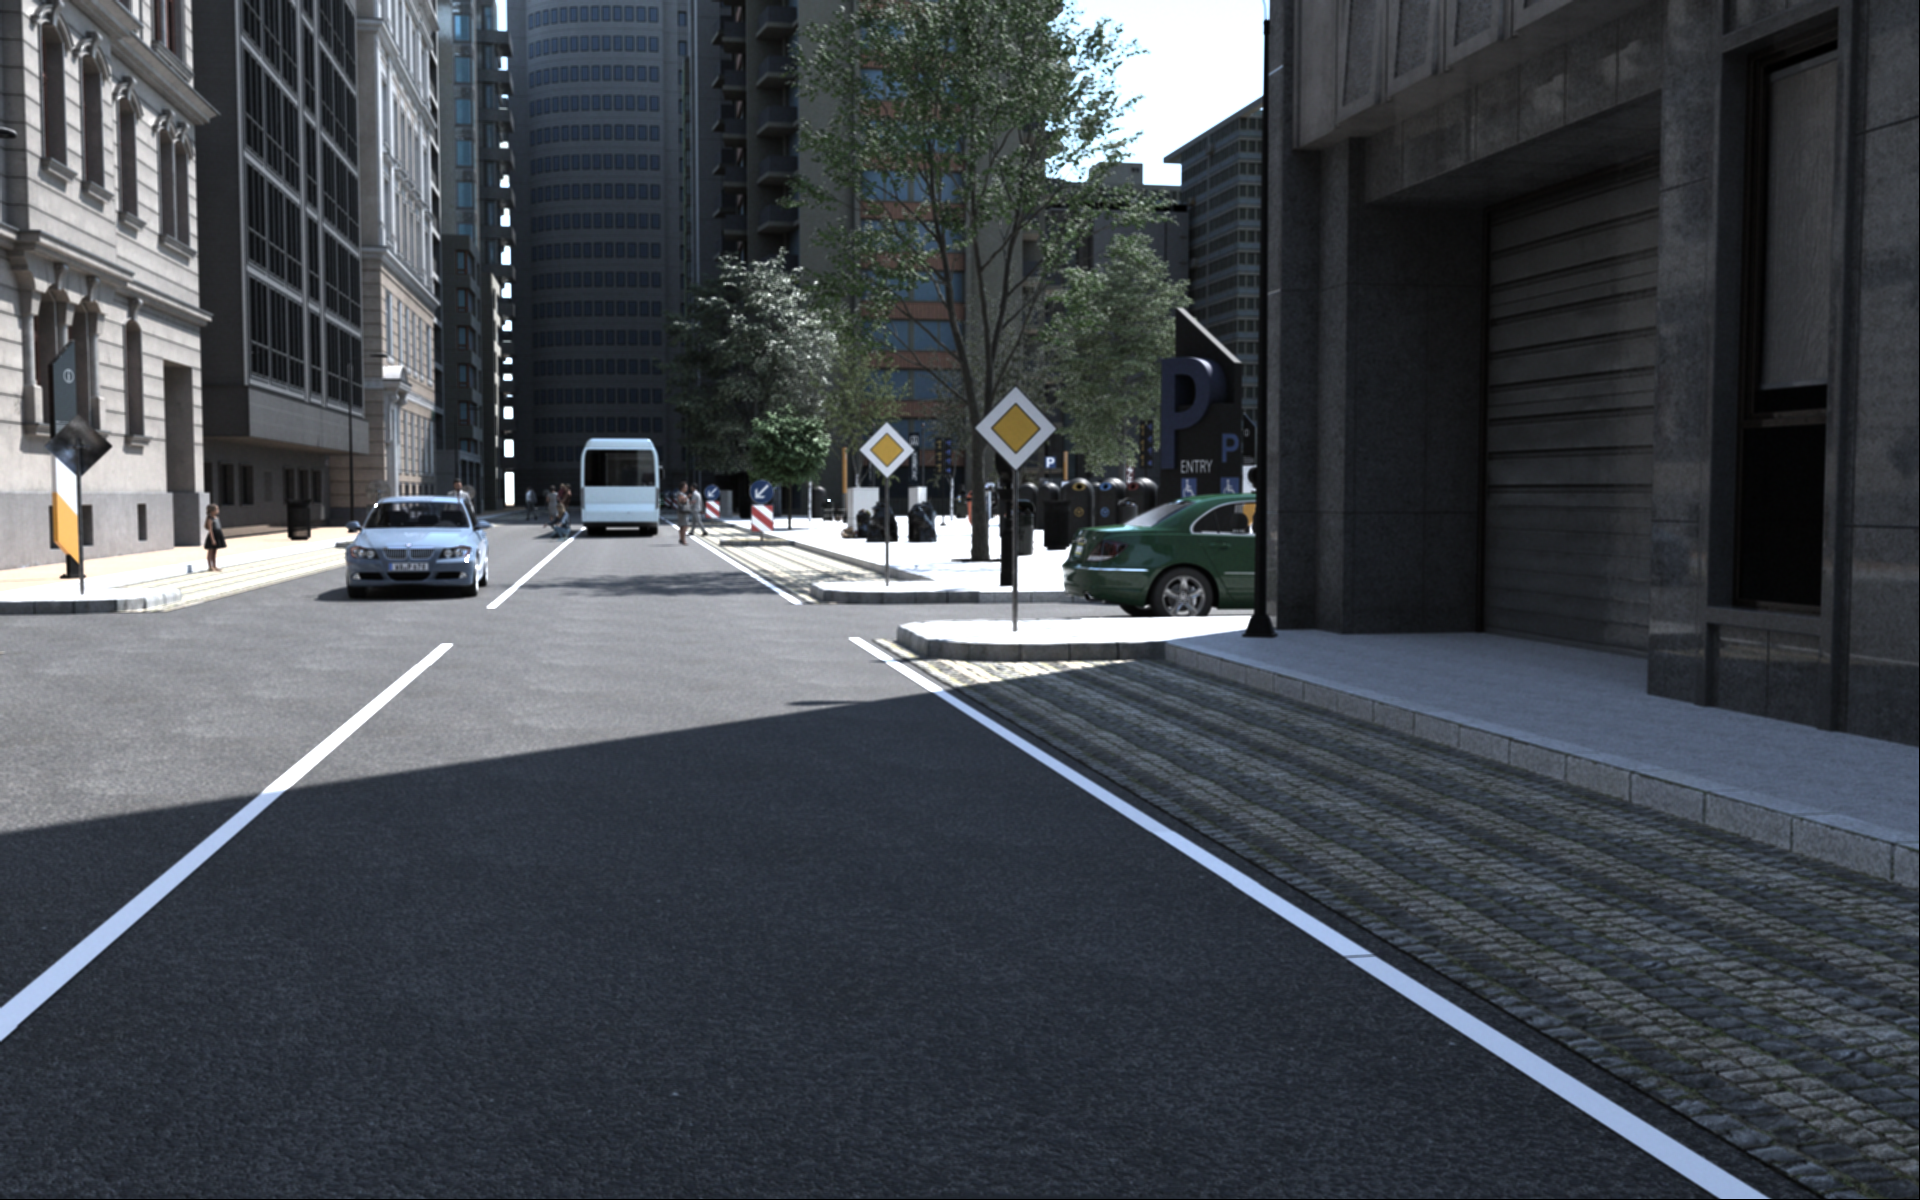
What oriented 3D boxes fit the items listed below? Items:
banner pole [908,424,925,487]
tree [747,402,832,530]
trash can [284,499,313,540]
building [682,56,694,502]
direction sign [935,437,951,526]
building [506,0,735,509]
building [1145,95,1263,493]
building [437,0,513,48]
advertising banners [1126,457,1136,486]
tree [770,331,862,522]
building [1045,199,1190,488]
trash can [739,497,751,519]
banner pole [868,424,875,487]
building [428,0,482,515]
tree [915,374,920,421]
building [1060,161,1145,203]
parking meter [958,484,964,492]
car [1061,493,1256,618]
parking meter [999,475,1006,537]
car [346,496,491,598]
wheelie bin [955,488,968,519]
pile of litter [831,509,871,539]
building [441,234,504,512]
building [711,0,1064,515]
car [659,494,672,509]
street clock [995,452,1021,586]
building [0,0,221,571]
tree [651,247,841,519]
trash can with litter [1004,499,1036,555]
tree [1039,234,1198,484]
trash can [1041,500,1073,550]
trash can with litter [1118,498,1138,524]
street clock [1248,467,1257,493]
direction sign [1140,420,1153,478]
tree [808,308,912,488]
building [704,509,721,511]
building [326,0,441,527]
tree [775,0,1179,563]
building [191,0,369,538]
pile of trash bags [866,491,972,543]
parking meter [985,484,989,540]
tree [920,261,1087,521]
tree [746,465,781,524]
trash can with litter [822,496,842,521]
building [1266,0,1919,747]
[{"bbox_3d":[-1.501,-4.389,61.776,0.863,3.779,0.401,3,4,36],"label":"banner pole"},{"bbox_3d":[-6.108,-4.766,61.637,4.285,4.588,4.351,0,3,0],"label":"tree"},{"bbox_3d":[-18.445,-2.243,48.327,0.748,1.137,0.748,0,3,0],"label":"trash can"},{"bbox_3d":[-19.503,-29.557,166.848,14.154,41.232,14.086,-1,4,-11],"label":"building"},{"bbox_3d":[-0.669,-4.731,69.342,0.379,3.537,0.876,3,5,44],"label":"direction sign"},{"bbox_3d":[-34.544,-39.602,189.484,28.212,58.520,21.231,-1,4,-11],"label":"building"},{"bbox_3d":[34.432,-29.126,168.098,23.993,40.220,32.217,-1,4,-11],"label":"building"},{"bbox_3d":[-55.646,-32.721,154.600,30.456,49.044,23.786,-1,4,-11],"label":"building"},{"bbox_3d":[7.334,-5.263,82.239,2.074,3.025,0.090,1,4,13],"label":"advertising banners"},{"bbox_3d":[-6.688,-7.898,79.503,4.360,8.622,3.978,0,3,0],"label":"tree"},{"bbox_3d":[14.072,-24.564,173.329,14.107,30.474,14.160,-1,4,-11],"label":"building"},{"bbox_3d":[-11.208,-4.822,90.489,0.748,1.137,0.748,0,3,0],"label":"trash can"},{"bbox_3d":[-3.152,-4.391,61.816,0.401,3.779,0.863,-1,4,-20],"label":"banner pole"},{"bbox_3d":[-39.693,-40.602,102.098,20.563,71.187,20.611,-1,4,-11],"label":"building"},{"bbox_3d":[-0.284,-8.041,81.830,4.360,8.622,3.978,0,3,0],"label":"tree"},{"bbox_3d":[18.760,-31.403,205.321,23.993,40.220,32.217,-1,4,-11],"label":"building"},{"bbox_3d":[0.079,-5.731,99.420,0.255,1.863,0.399,1,4,16],"label":"parking meter"},{"bbox_3d":[3.622,-0.486,19.743,4.920,1.459,2.131,-1,4,-9],"label":"car"},{"bbox_3d":[1.359,-2.827,51.938,0.255,1.863,0.399,-1,4,-21],"label":"parking meter"},{"bbox_3d":[-7.947,-0.831,25.585,2.014,1.417,4.499,-1,4,-13],"label":"car"},{"bbox_3d":[0.090,-5.072,90.836,0.693,1.594,0.980,0,4,-1],"label":"wheelie bin"},{"bbox_3d":[-2.956,-2.217,50.216,1.719,0.858,1.176,-1,4,-20],"label":"pile of litter"},{"bbox_3d":[-48.985,-17.267,127.347,27.650,21.520,28.899,-1,4,-11],"label":"building"},{"bbox_3d":[-5.474,-28.375,118.554,22.147,44.769,28.867,-1,4,-11],"label":"building"},{"bbox_3d":[-27.610,-9.273,160.411,1.959,1.807,4.718,-1,4,-11],"label":"car"},{"bbox_3d":[0.679,-1.200,24.192,0.358,2.002,0.471,1,4,23],"label":"street clock"},{"bbox_3d":[-22.812,-14.874,30.586,14.401,28.519,23.554,-1,4,-11],"label":"building"},{"bbox_3d":[-10.588,-11.138,88.758,9.857,13.997,8.962,0,3,0],"label":"tree"},{"bbox_3d":[1.284,-1.534,36.464,0.624,1.170,1.055,0,4,7],"label":"trash can with litter"},{"bbox_3d":[7.259,-9.626,75.511,7.486,12.596,7.792,0,3,0],"label":"tree"},{"bbox_3d":[2.230,-1.727,39.890,0.748,1.137,0.748,0,3,0],"label":"trash can"},{"bbox_3d":[2.653,-1.184,30.420,1.678,1.210,2.233,3,4,38],"label":"trash can with litter"},{"bbox_3d":[7.826,-2.508,45.579,0.471,2.002,0.358,-1,4,-20],"label":"street clock"},{"bbox_3d":[5.731,-3.752,53.334,0.379,3.537,0.876,-1,4,-20],"label":"direction sign"},{"bbox_3d":[-3.972,-7.201,68.092,4.737,8.622,4.395,0,3,0],"label":"tree"},{"bbox_3d":[-12.080,-36.939,145.946,21.231,58.520,28.212,-1,4,-11],"label":"building"},{"bbox_3d":[-30.583,-17.739,75.940,13.634,28.700,20.117,-1,4,-11],"label":"building"},{"bbox_3d":[0.382,-6.545,32.763,9.928,11.665,9.643,0,3,0],"label":"tree"},{"bbox_3d":[-27.700,-15.938,54.092,14.314,27.812,24.014,-1,4,-11],"label":"building"},{"bbox_3d":[-0.897,-2.247,46.485,3.447,1.369,1.912,1,4,15],"label":"pile of trash bags"},{"bbox_3d":[0.481,-1.925,39.881,0.372,1.533,0.369,0,3,0],"label":"parking meter"},{"bbox_3d":[1.720,-6.447,55.774,4.360,8.622,3.978,0,3,0],"label":"tree"},{"bbox_3d":[-8.379,-4.879,74.379,1.663,3.219,1.824,0,3,0],"label":"tree"},{"bbox_3d":[-6.094,-4.383,83.043,1.055,1.170,0.624,1,4,14],"label":"trash can with litter"},{"bbox_3d":[10.706,-11.581,7.373,12.078,24.808,19.932,-1,4,-11],"label":"building"}]
